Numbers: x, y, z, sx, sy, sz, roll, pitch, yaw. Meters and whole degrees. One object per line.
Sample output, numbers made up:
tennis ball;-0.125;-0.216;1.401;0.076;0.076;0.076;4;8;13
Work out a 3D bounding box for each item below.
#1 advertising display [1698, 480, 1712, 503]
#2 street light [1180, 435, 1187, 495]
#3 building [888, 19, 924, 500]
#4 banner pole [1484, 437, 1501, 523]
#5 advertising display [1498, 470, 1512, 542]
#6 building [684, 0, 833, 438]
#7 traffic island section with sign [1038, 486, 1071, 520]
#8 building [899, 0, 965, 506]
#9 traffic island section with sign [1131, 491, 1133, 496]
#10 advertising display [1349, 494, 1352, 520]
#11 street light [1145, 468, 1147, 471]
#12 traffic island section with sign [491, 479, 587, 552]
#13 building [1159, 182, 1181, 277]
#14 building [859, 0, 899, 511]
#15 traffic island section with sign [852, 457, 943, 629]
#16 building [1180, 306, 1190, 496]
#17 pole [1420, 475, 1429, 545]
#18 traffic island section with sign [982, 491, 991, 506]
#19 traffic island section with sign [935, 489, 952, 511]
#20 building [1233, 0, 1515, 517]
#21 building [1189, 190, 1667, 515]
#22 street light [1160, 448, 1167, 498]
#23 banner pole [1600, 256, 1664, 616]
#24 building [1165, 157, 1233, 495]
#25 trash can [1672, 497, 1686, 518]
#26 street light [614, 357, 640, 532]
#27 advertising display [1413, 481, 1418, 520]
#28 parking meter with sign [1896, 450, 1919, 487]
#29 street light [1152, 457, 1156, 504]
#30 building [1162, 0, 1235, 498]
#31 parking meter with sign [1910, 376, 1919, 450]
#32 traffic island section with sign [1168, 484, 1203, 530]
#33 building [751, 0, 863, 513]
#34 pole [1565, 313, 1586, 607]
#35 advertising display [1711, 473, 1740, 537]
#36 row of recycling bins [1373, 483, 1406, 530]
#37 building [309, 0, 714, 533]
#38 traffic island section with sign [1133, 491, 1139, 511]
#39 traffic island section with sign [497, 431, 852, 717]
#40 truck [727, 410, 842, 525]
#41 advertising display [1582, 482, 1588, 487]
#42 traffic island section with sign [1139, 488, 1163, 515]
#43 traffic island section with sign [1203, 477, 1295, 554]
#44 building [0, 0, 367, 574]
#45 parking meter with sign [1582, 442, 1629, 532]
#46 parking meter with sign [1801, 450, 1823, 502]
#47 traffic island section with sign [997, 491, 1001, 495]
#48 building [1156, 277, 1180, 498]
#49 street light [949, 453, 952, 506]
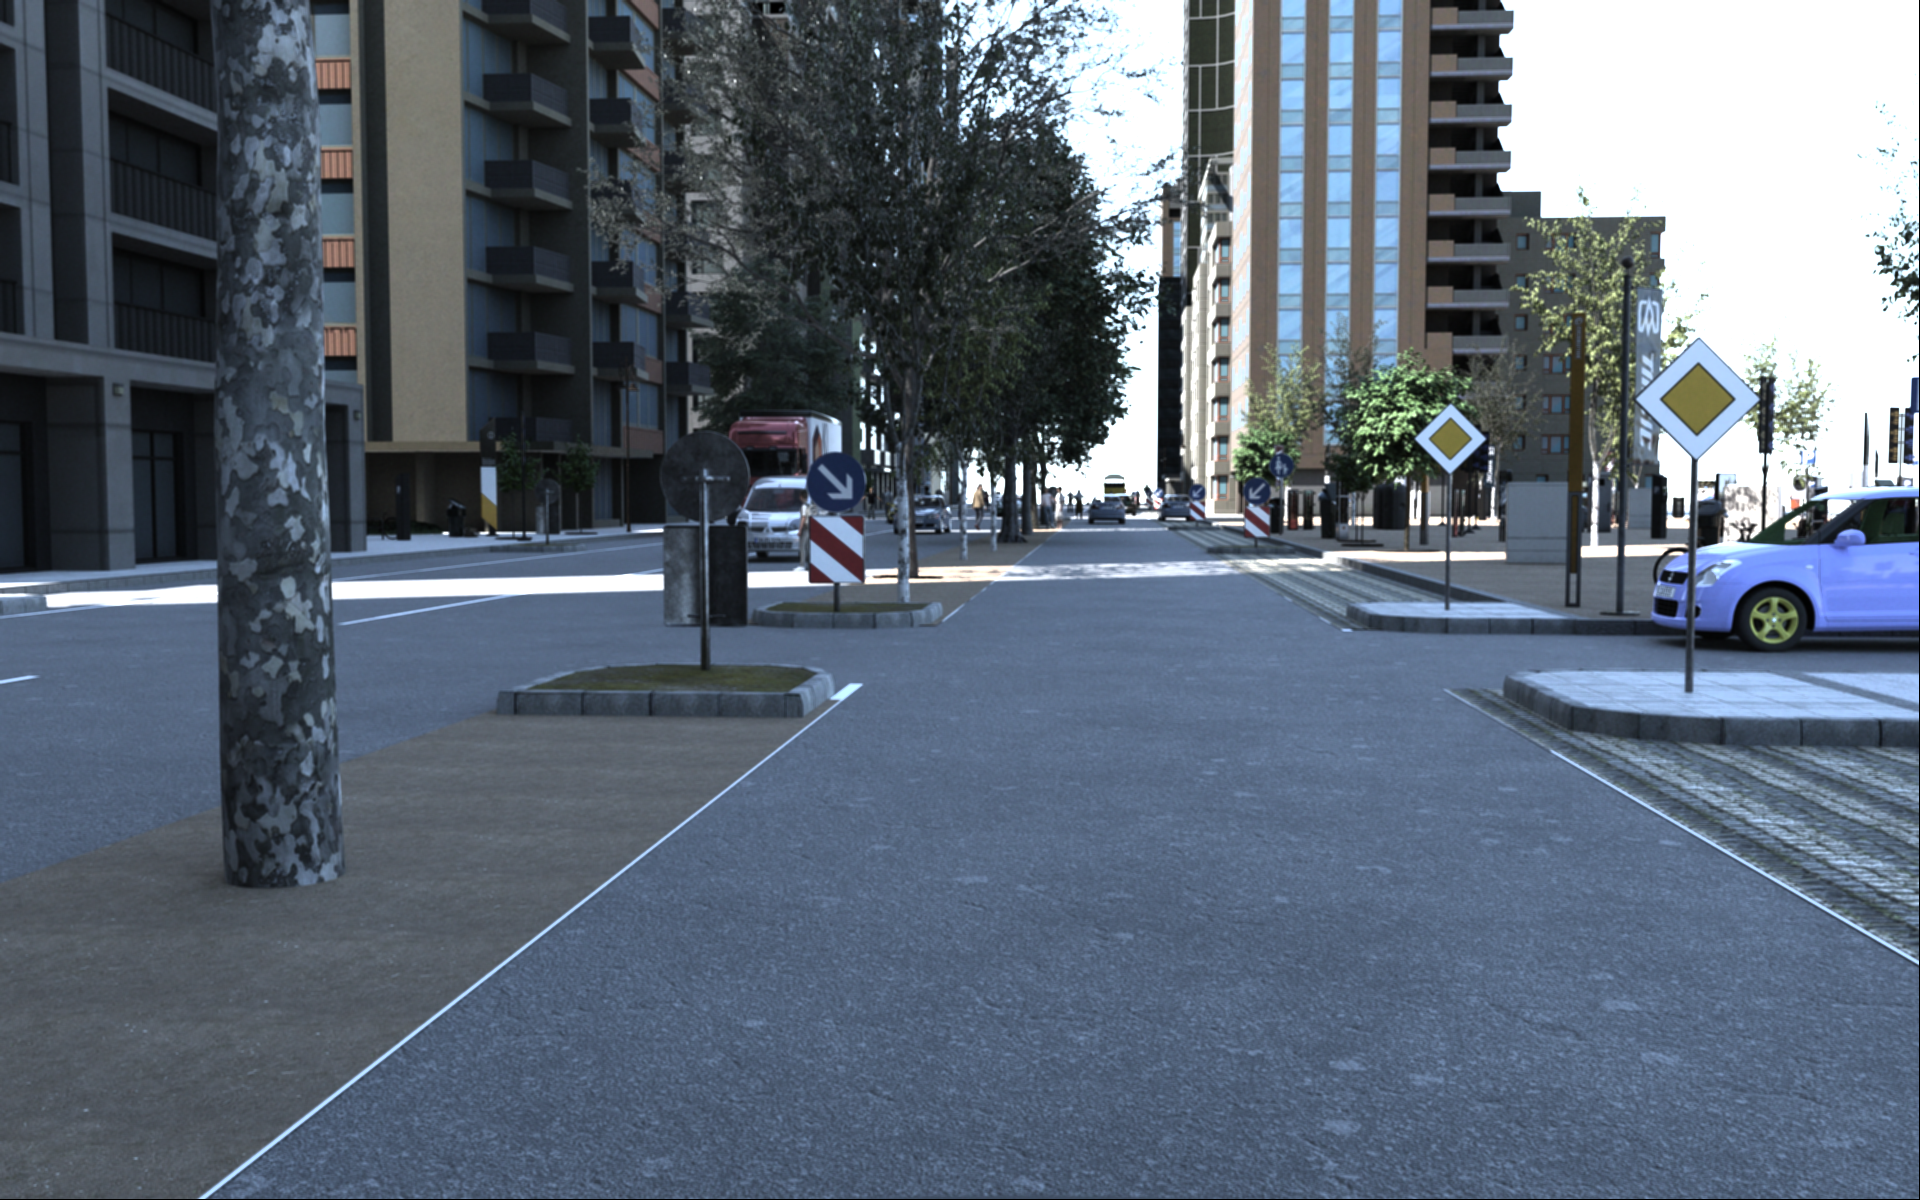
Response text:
advertising display;34.927;-4.656;81.340;0.974;1.923;0.123;2;4;33
street light;17.037;-9.762;132.390;0.468;5.910;1.993;0;4;5
building;-10.962;-31.331;162.374;14.600;45.320;14.200;0;4;5
banner pole;23.580;-5.297;76.620;0.863;3.779;0.401;0;4;5
advertising display;14.679;-2.536;46.685;0.123;1.923;0.974;0;4;4
building;-15.624;-20.277;103.224;14.160;30.474;14.107;0;4;5
traffic island section with sign;5.030;-5.269;94.290;2.006;1.907;1.989;0;4;5
building;-9.976;-55.845;225.731;22.319;86.520;31.000;0;4;5
traffic island section with sign;20.399;-11.730;200.410;1.989;1.847;2.006;0;4;5
advertising display;19.522;-5.002;87.003;0.123;1.923;0.974;3;4;39
street light;27.141;-17.113;252.580;0.468;5.910;1.993;0;4;5
traffic island section with sign;-10.487;-2.130;43.452;1.989;1.847;2.006;0;4;5
building;35.131;-36.330;244.109;14.600;45.320;14.200;0;4;5
building;-16.936;-31.853;140.398;23.786;49.044;30.456;0;4;5
traffic island section with sign;-1.283;-0.690;19.416;2.006;1.907;1.989;0;4;5
building;34.032;-18.817;152.704;27.650;21.520;28.899;0;4;5
pole;11.762;-3.055;43.789;0.158;3.312;0.155;0;3;0
traffic island section with sign;2.904;-11.830;202.041;1.989;1.847;2.006;0;4;5
traffic island section with sign;-1.738;-8.479;147.266;1.989;1.847;2.006;0;4;5
building;23.522;-27.612;101.563;14.600;45.320;14.200;0;4;5
building;31.188;-17.015;123.230;27.650;21.520;28.899;0;4;5
street light;20.756;-12.576;178.408;0.468;5.910;1.993;0;4;5
banner pole;7.220;-1.740;18.465;0.863;3.779;0.401;-2;4;-34
building;38.852;-30.372;188.460;32.217;40.220;23.993;0;4;5
trash can;38.137;-4.910;91.934;0.748;1.137;0.748;0;3;0
street light;-11.204;-5.238;58.426;0.468;5.910;1.993;0;4;5
advertising display;22.692;-4.959;86.298;0.123;1.923;0.974;0;4;8
parking meter with sign;39.975;-4.713;73.313;0.543;3.016;1.738;0;4;6
street light;24.070;-14.844;215.484;0.468;5.910;1.993;0;4;5
building;35.433;-47.278;211.252;20.563;71.187;20.611;0;4;5
parking meter with sign;14.015;-1.753;24.916;0.543;3.016;1.738;2;4;24
traffic island section with sign;9.290;-3.682;68.826;1.989;1.847;2.006;0;4;5
building;-14.534;-26.510;117.029;14.154;41.232;14.086;0;4;5
pole;6.974;-1.576;19.614;0.158;3.312;0.155;0;3;0
advertising display;23.044;-2.870;52.139;0.974;1.923;0.123;-2;4;-35
row of recycling bins;15.805;-3.467;63.793;1.069;1.692;3.534;0;4;6
building;-22.665;-25.428;70.378;22.147;44.769;28.867;0;4;5
traffic island section with sign;15.780;-8.389;145.782;1.989;1.847;2.006;0;4;5
traffic island section with sign;-1.916;-0.238;12.035;2.006;1.907;1.989;0;4;5
truck;-6.034;-4.361;60.218;2.839;4.237;11.283;0;4;4
advertising display;32.074;-5.139;89.240;0.123;1.923;0.974;3;5;41
traffic island section with sign;13.510;-6.746;118.923;1.989;1.847;2.006;0;4;5
traffic island section with sign;7.013;-2.036;41.923;1.989;1.847;2.006;0;4;5
building;-23.903;-36.387;33.178;20.563;71.187;20.611;0;4;5
parking meter with sign;21.434;-3.780;58.060;1.738;3.016;0.543;0;4;1
parking meter with sign;34.254;-4.472;69.381;0.543;3.016;1.738;3;5;45
traffic island section with sign;5.223;-13.510;229.518;1.989;1.847;2.006;0;4;5
building;33.180;-28.035;230.073;14.160;30.474;14.107;0;4;5
street light;-0.910;-12.704;180.500;0.468;5.910;1.993;0;4;5
